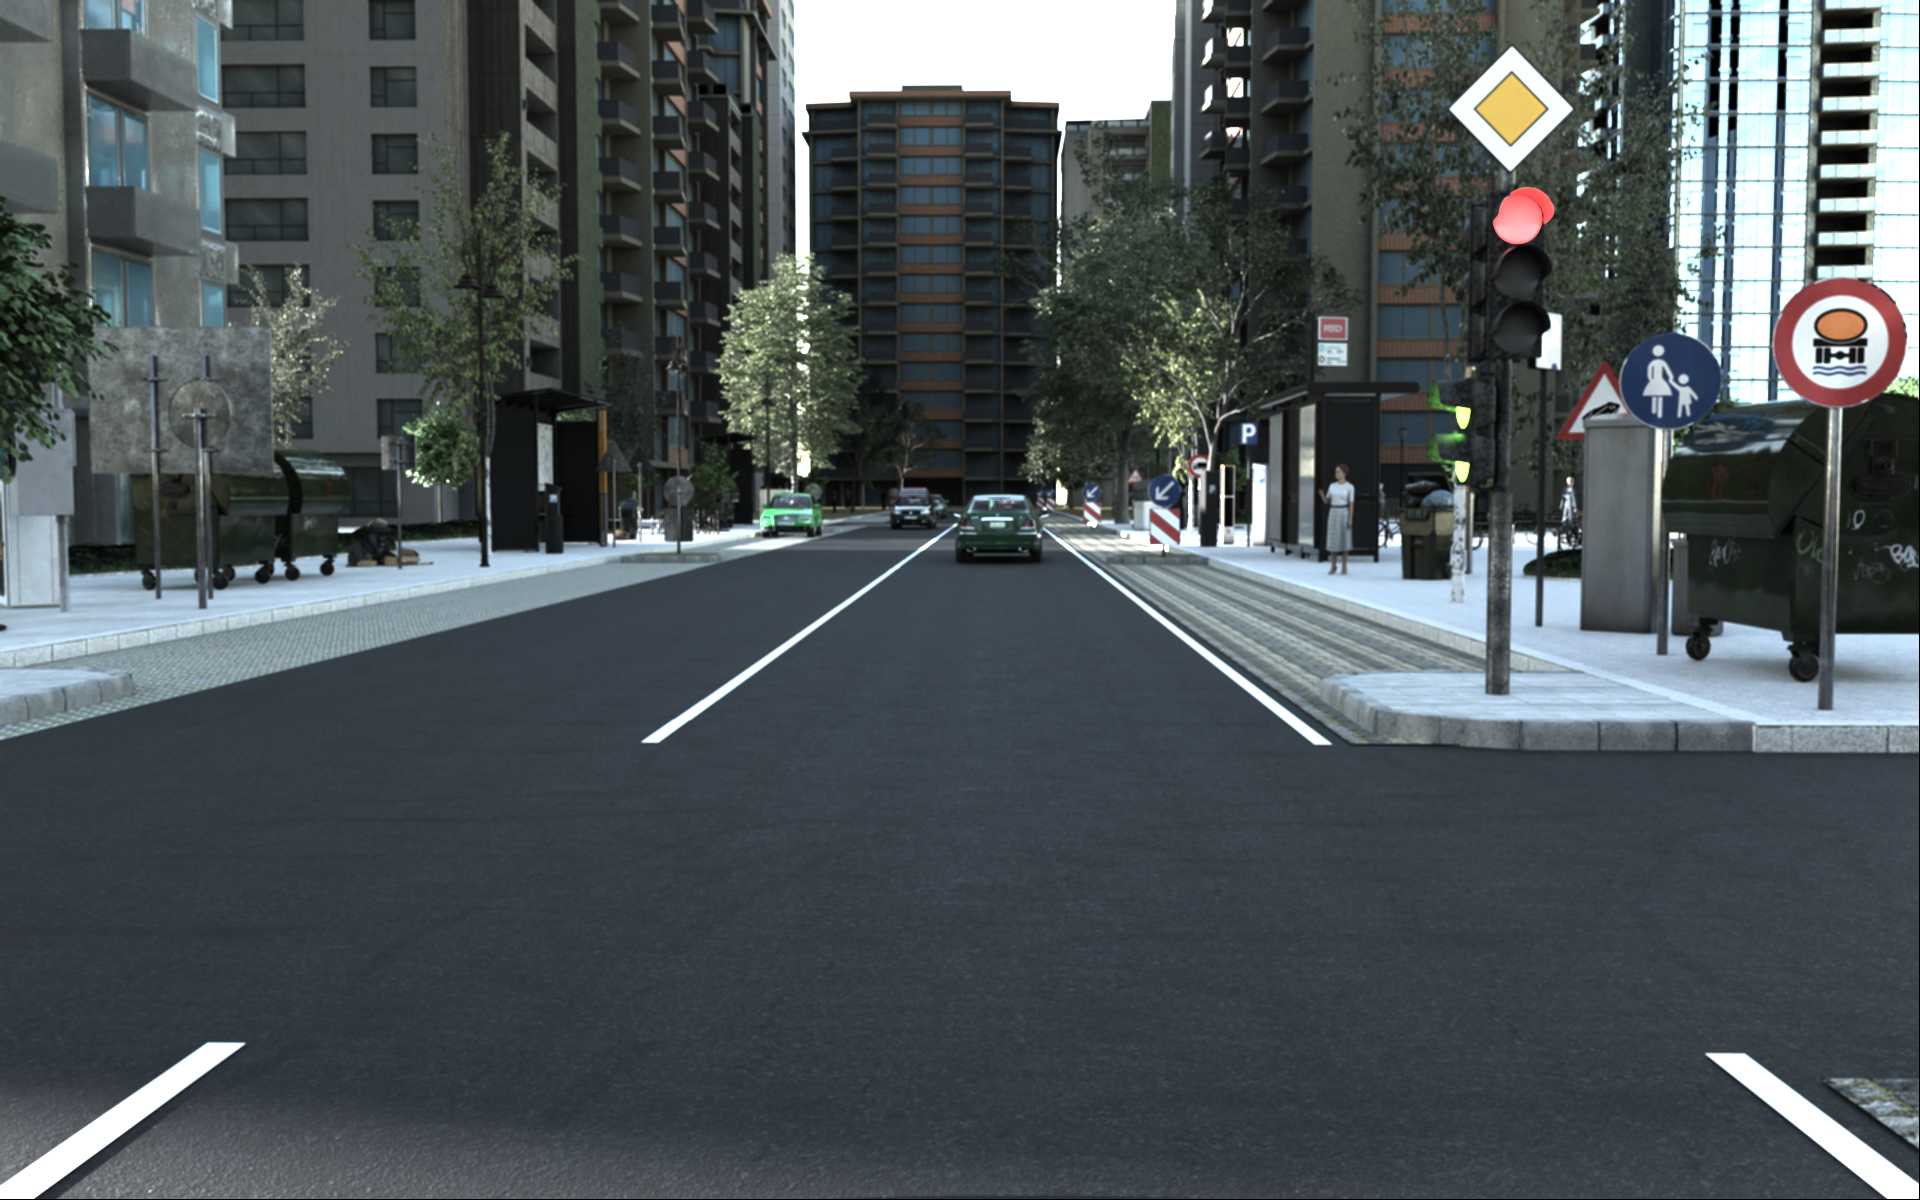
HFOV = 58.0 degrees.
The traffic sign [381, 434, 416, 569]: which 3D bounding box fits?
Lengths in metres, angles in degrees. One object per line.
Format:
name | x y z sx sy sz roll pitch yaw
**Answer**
traffic sign | -9.611 -1.684 29.670 0.606 2.300 0.079 0 4 5

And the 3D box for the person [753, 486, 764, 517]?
person | -10.990 -5.451 95.954 1.217 1.735 0.721 -3 5 -41

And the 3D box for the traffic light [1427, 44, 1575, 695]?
traffic light | 3.434 -1.351 11.014 0.839 4.253 0.868 0 4 1

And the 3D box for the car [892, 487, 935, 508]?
car | -2.463 -5.111 92.232 2.281 1.827 5.304 0 4 1

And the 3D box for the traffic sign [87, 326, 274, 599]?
traffic sign | -9.492 -1.666 21.105 2.265 3.308 0.079 0 4 2

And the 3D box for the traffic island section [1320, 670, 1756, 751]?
traffic island section | 3.474 0.682 11.127 2.009 0.180 2.903 0 4 1

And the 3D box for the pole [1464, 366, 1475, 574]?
pole | 8.135 -2.074 27.760 0.158 3.312 0.155 0 3 0

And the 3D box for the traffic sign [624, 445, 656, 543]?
traffic sign | -8.458 -2.798 45.755 0.884 2.594 0.081 1 4 8

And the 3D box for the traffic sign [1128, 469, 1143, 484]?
traffic sign | 8.385 -5.064 82.797 0.884 2.594 0.081 0 4 4

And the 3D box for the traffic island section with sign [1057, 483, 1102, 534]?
traffic island section with sign | 4.635 -3.311 62.761 1.989 1.847 2.006 0 4 1

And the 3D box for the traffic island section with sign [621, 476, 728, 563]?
traffic island section with sign | -5.970 -1.708 36.552 1.989 1.847 2.006 0 4 1

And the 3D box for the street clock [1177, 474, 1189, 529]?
street clock | 8.059 -3.575 63.020 0.471 2.002 0.358 3 5 40

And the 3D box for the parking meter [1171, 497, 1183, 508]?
parking meter | 7.979 -3.555 63.830 0.399 1.863 0.255 -1 4 -14

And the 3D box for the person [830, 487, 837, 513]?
person | -8.830 -6.952 120.396 0.721 1.739 1.217 -1 4 -18

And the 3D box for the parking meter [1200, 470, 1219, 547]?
parking meter | 6.085 -2.236 42.274 0.399 1.863 0.255 -2 4 -30

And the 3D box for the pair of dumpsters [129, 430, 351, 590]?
pair of dumpsters | -10.398 -1.385 25.140 1.574 2.255 4.437 0 4 1

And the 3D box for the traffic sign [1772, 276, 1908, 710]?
traffic sign | 5.156 -0.620 10.239 0.768 2.556 0.104 0 4 5

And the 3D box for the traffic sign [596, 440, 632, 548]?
traffic sign | -8.265 -2.529 41.348 0.884 2.594 0.081 0 4 3

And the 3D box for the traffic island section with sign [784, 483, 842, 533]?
traffic island section with sign | -5.362 -3.356 63.500 1.989 1.847 2.006 0 4 1

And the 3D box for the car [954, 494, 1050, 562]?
car | 0.890 -1.593 37.841 2.131 1.459 4.920 0 4 3

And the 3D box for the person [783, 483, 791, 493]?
person | -7.181 -3.948 71.168 0.524 1.755 0.480 2 4 34

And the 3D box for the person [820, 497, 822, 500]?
person | -9.916 -6.813 118.150 1.217 1.735 0.721 3 4 39

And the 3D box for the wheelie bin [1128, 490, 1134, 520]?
wheelie bin | 8.756 -4.726 85.181 0.980 1.594 0.693 0 4 2

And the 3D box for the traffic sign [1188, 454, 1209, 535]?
traffic sign | 7.594 -3.348 54.838 0.768 2.556 0.104 1 4 10

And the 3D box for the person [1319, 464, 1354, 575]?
person | 6.001 -1.283 27.593 0.480 1.755 0.524 2 4 32

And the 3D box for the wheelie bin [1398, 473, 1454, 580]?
wheelie bin | 7.036 -1.110 26.052 0.693 1.594 0.980 -3 5 -45

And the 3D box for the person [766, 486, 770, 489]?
person | -9.731 -4.962 88.095 0.530 1.710 0.541 0 4 6

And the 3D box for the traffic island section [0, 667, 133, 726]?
traffic island section | -6.865 0.668 11.364 2.009 0.180 2.903 0 4 1

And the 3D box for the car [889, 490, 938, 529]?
car | -1.900 -3.785 71.672 2.009 1.686 4.222 0 4 2

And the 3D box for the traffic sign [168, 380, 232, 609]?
traffic sign | -8.470 -1.174 19.295 0.768 2.556 0.104 1 4 10

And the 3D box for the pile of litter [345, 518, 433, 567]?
pile of litter | -10.260 -1.050 31.135 1.719 0.858 1.176 -3 4 -39

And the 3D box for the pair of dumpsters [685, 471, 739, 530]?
pair of dumpsters | -9.151 -3.730 63.486 1.574 2.255 4.437 0 4 1

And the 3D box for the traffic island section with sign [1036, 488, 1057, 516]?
traffic island section with sign | 5.771 -6.375 112.855 1.989 1.847 2.006 0 4 1

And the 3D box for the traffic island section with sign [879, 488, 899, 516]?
traffic island section with sign | -4.246 -6.389 113.090 1.989 1.847 2.006 0 4 1

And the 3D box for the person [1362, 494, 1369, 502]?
person | 20.028 -4.855 85.438 0.388 1.821 0.555 -1 4 -21

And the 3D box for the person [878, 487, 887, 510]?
person | -6.063 -8.005 136.561 0.705 1.869 1.348 -2 4 -27

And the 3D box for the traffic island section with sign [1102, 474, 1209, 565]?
traffic island section with sign | 4.040 -1.658 35.731 1.989 1.847 2.006 0 4 1

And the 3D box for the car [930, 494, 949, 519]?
car | -1.721 -5.535 102.294 2.131 1.459 4.920 0 4 1

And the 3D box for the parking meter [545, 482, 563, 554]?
parking meter | -8.773 -1.775 37.427 0.372 1.533 0.369 0 3 0

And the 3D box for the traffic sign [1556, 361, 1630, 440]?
traffic sign | 6.300 -1.041 17.019 0.884 2.594 0.081 0 4 8

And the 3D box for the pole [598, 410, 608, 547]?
pole | -8.704 -2.959 42.226 0.158 3.312 0.155 0 3 0

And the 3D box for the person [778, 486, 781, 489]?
person | -11.387 -6.314 109.364 1.348 1.812 0.705 1 4 9

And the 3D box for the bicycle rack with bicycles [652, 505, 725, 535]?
bicycle rack with bicycles | -8.643 -2.551 55.084 2.852 0.926 2.925 0 4 -3

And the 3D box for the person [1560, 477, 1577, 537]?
person | 17.693 -2.679 50.269 0.576 1.772 0.534 3 5 45

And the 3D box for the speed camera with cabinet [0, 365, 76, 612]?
speed camera with cabinet | -10.344 -1.526 19.286 0.660 3.252 2.038 -2 4 -35

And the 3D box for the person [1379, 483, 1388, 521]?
person | 20.129 -4.681 82.768 0.526 1.800 0.537 0 4 -4

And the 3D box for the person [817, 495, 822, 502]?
person | -10.417 -7.453 127.530 0.705 1.869 1.348 1 4 21

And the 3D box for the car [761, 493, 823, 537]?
car | -5.641 -3.031 58.348 1.959 1.807 4.718 0 3 0

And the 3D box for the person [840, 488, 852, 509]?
person | -9.674 -8.752 149.078 1.348 1.831 0.705 -1 4 -18

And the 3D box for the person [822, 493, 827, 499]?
person | -12.045 -8.668 147.731 1.348 1.831 0.705 1 4 18

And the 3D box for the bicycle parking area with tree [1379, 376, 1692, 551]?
bicycle parking area with tree | 14.712 -3.234 39.885 9.016 4.147 8.231 -1 4 -16

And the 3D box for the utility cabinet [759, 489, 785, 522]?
utility cabinet | -8.448 -4.240 78.009 1.173 1.500 0.318 -2 4 -35

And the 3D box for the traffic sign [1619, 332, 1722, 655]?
traffic sign | 5.609 -0.835 13.757 0.768 2.556 0.104 1 4 11
